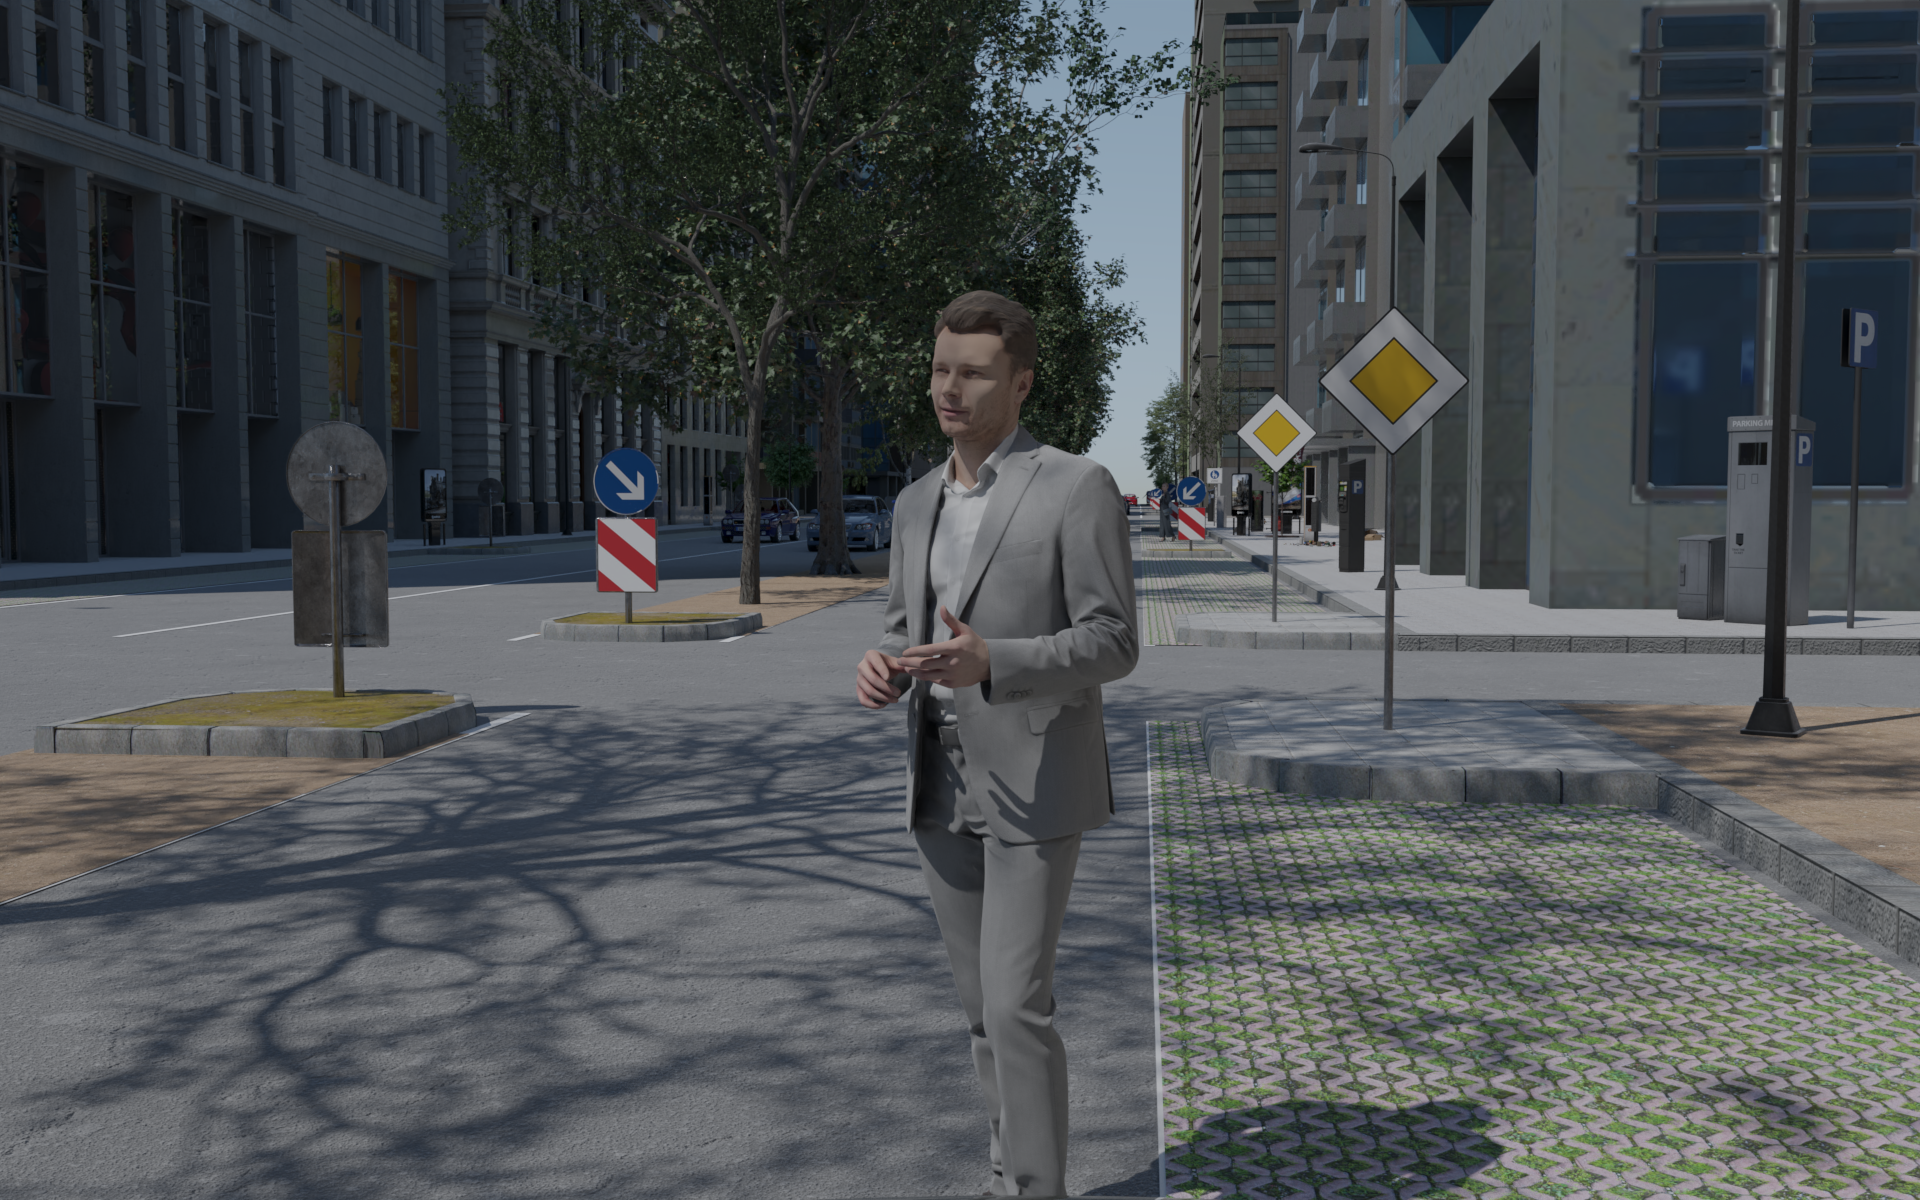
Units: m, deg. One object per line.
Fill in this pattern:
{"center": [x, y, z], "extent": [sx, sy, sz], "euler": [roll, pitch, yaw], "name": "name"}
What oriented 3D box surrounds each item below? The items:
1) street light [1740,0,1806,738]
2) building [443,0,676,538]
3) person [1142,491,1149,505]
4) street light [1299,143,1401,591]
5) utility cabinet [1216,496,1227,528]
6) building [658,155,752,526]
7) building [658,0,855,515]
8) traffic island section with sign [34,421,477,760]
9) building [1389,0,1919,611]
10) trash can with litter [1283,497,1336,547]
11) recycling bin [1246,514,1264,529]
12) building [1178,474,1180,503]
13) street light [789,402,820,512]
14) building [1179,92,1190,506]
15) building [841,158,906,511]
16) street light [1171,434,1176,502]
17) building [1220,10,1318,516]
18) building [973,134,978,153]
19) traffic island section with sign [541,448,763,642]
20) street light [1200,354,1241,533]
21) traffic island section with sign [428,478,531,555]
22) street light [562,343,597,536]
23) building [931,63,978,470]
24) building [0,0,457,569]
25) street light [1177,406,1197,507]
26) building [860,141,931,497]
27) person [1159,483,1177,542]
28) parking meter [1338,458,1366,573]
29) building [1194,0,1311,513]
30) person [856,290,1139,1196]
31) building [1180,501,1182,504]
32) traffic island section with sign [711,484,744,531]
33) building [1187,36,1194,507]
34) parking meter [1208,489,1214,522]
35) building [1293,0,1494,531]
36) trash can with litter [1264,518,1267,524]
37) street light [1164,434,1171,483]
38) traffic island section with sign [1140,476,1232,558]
{"center": [3.819, -2.240, 9.165], "extent": [1.470, 5.913, 1.316], "euler": [0, 4, 6], "name": "street light"}
{"center": [-17.556, -14.115, 59.653], "extent": [11.050, 23.489, 19.941], "euler": [0, 4, 6], "name": "building"}
{"center": [21.937, -11.868, 202.482], "extent": [1.348, 1.831, 0.705], "euler": [3, 5, 42], "name": "person"}
{"center": [5.182, -3.088, 23.038], "extent": [1.470, 5.913, 1.316], "euler": [0, 4, 6], "name": "street light"}
{"center": [10.031, -3.380, 66.420], "extent": [0.306, 1.237, 1.020], "euler": [1, 4, 15], "name": "utility cabinet"}
{"center": [-16.291, -13.659, 78.083], "extent": [10.420, 20.320, 16.860], "euler": [0, 4, 6], "name": "building"}
{"center": [-18.883, -27.838, 109.774], "extent": [22.147, 44.769, 28.867], "euler": [0, 4, 6], "name": "building"}
{"center": [-3.993, -0.135, 10.339], "extent": [2.006, 1.907, 1.989], "euler": [0, 4, 6], "name": "traffic island section with sign"}
{"center": [23.142, -43.640, 26.181], "extent": [31.000, 86.520, 22.319], "euler": [0, 4, 6], "name": "building"}
{"center": [8.774, -1.951, 42.964], "extent": [1.678, 1.210, 2.233], "euler": [0, 4, 5], "name": "trash can with litter"}
{"center": [10.869, -3.189, 64.693], "extent": [0.722, 1.027, 0.722], "euler": [-2, 4, -28], "name": "recycling bin"}
{"center": [41.152, -56.233, 232.084], "extent": [22.319, 86.520, 31.000], "euler": [0, 4, 6], "name": "building"}
{"center": [-8.083, -7.047, 87.758], "extent": [1.470, 5.913, 1.316], "euler": [0, 4, 6], "name": "street light"}
{"center": [31.176, -32.943, 188.722], "extent": [14.600, 45.320, 14.200], "euler": [0, 4, 6], "name": "building"}
{"center": [-20.934, -27.224, 136.991], "extent": [32.217, 40.220, 23.993], "euler": [0, 4, 6], "name": "building"}
{"center": [12.916, -7.706, 98.542], "extent": [1.470, 5.913, 1.316], "euler": [0, 4, 6], "name": "street light"}
{"center": [23.034, -20.532, 107.405], "extent": [14.160, 30.474, 14.107], "euler": [0, 4, 6], "name": "building"}
{"center": [-7.052, -36.833, 221.832], "extent": [23.786, 49.044, 30.456], "euler": [0, 4, 6], "name": "building"}
{"center": [-3.219, -0.585, 17.706], "extent": [2.006, 1.907, 1.989], "euler": [0, 4, 6], "name": "traffic island section with sign"}
{"center": [8.745, -5.205, 57.642], "extent": [1.470, 5.913, 1.316], "euler": [0, 4, 6], "name": "street light"}
{"center": [-11.410, -2.009, 41.479], "extent": [1.989, 1.847, 2.006], "euler": [0, 4, 6], "name": "traffic island section with sign"}
{"center": [-11.660, -4.953, 53.525], "extent": [1.470, 5.913, 1.316], "euler": [0, 4, 6], "name": "street light"}
{"center": [-13.170, -36.944, 193.276], "extent": [28.713, 52.752, 27.495], "euler": [0, 4, 6], "name": "building"}
{"center": [-21.458, -15.744, 34.905], "extent": [11.434, 29.767, 29.804], "euler": [0, 4, 6], "name": "building"}
{"center": [12.348, -7.299, 91.873], "extent": [1.470, 5.913, 1.316], "euler": [0, 4, 6], "name": "street light"}
{"center": [-10.340, -30.900, 155.324], "extent": [14.600, 45.320, 14.200], "euler": [0, 4, 6], "name": "building"}
{"center": [6.145, -2.610, 51.594], "extent": [0.534, 1.772, 0.576], "euler": [-3, 4, -36], "name": "person"}
{"center": [6.417, -1.386, 28.375], "extent": [0.399, 1.863, 0.255], "euler": [-2, 4, -25], "name": "parking meter"}
{"center": [27.857, -30.657, 124.939], "extent": [21.300, 48.544, 21.600], "euler": [0, 4, 6], "name": "building"}
{"center": [0.005, 0.340, 3.149], "extent": [0.606, 1.804, 0.583], "euler": [3, 5, 39], "name": "person"}
{"center": [37.355, -35.647, 206.523], "extent": [21.300, 48.544, 21.600], "euler": [0, 4, 6], "name": "building"}
{"center": [-8.628, -3.649, 68.291], "extent": [1.989, 1.847, 2.006], "euler": [0, 4, 6], "name": "traffic island section with sign"}
{"center": [27.894, -29.012, 157.934], "extent": [14.154, 41.232, 14.086], "euler": [0, 4, 6], "name": "building"}
{"center": [11.663, -4.392, 80.225], "extent": [0.372, 1.533, 0.369], "euler": [0, 3, 0], "name": "parking meter"}
{"center": [25.297, -27.439, 68.243], "extent": [23.786, 49.044, 30.456], "euler": [0, 4, 6], "name": "building"}
{"center": [12.692, -3.826, 73.944], "extent": [0.624, 1.170, 1.055], "euler": [-2, 4, -32], "name": "trash can with litter"}
{"center": [16.663, -9.841, 133.433], "extent": [1.470, 5.913, 1.316], "euler": [0, 4, 6], "name": "street light"}
{"center": [5.146, -1.887, 39.488], "extent": [1.989, 1.847, 2.006], "euler": [0, 4, 6], "name": "traffic island section with sign"}
